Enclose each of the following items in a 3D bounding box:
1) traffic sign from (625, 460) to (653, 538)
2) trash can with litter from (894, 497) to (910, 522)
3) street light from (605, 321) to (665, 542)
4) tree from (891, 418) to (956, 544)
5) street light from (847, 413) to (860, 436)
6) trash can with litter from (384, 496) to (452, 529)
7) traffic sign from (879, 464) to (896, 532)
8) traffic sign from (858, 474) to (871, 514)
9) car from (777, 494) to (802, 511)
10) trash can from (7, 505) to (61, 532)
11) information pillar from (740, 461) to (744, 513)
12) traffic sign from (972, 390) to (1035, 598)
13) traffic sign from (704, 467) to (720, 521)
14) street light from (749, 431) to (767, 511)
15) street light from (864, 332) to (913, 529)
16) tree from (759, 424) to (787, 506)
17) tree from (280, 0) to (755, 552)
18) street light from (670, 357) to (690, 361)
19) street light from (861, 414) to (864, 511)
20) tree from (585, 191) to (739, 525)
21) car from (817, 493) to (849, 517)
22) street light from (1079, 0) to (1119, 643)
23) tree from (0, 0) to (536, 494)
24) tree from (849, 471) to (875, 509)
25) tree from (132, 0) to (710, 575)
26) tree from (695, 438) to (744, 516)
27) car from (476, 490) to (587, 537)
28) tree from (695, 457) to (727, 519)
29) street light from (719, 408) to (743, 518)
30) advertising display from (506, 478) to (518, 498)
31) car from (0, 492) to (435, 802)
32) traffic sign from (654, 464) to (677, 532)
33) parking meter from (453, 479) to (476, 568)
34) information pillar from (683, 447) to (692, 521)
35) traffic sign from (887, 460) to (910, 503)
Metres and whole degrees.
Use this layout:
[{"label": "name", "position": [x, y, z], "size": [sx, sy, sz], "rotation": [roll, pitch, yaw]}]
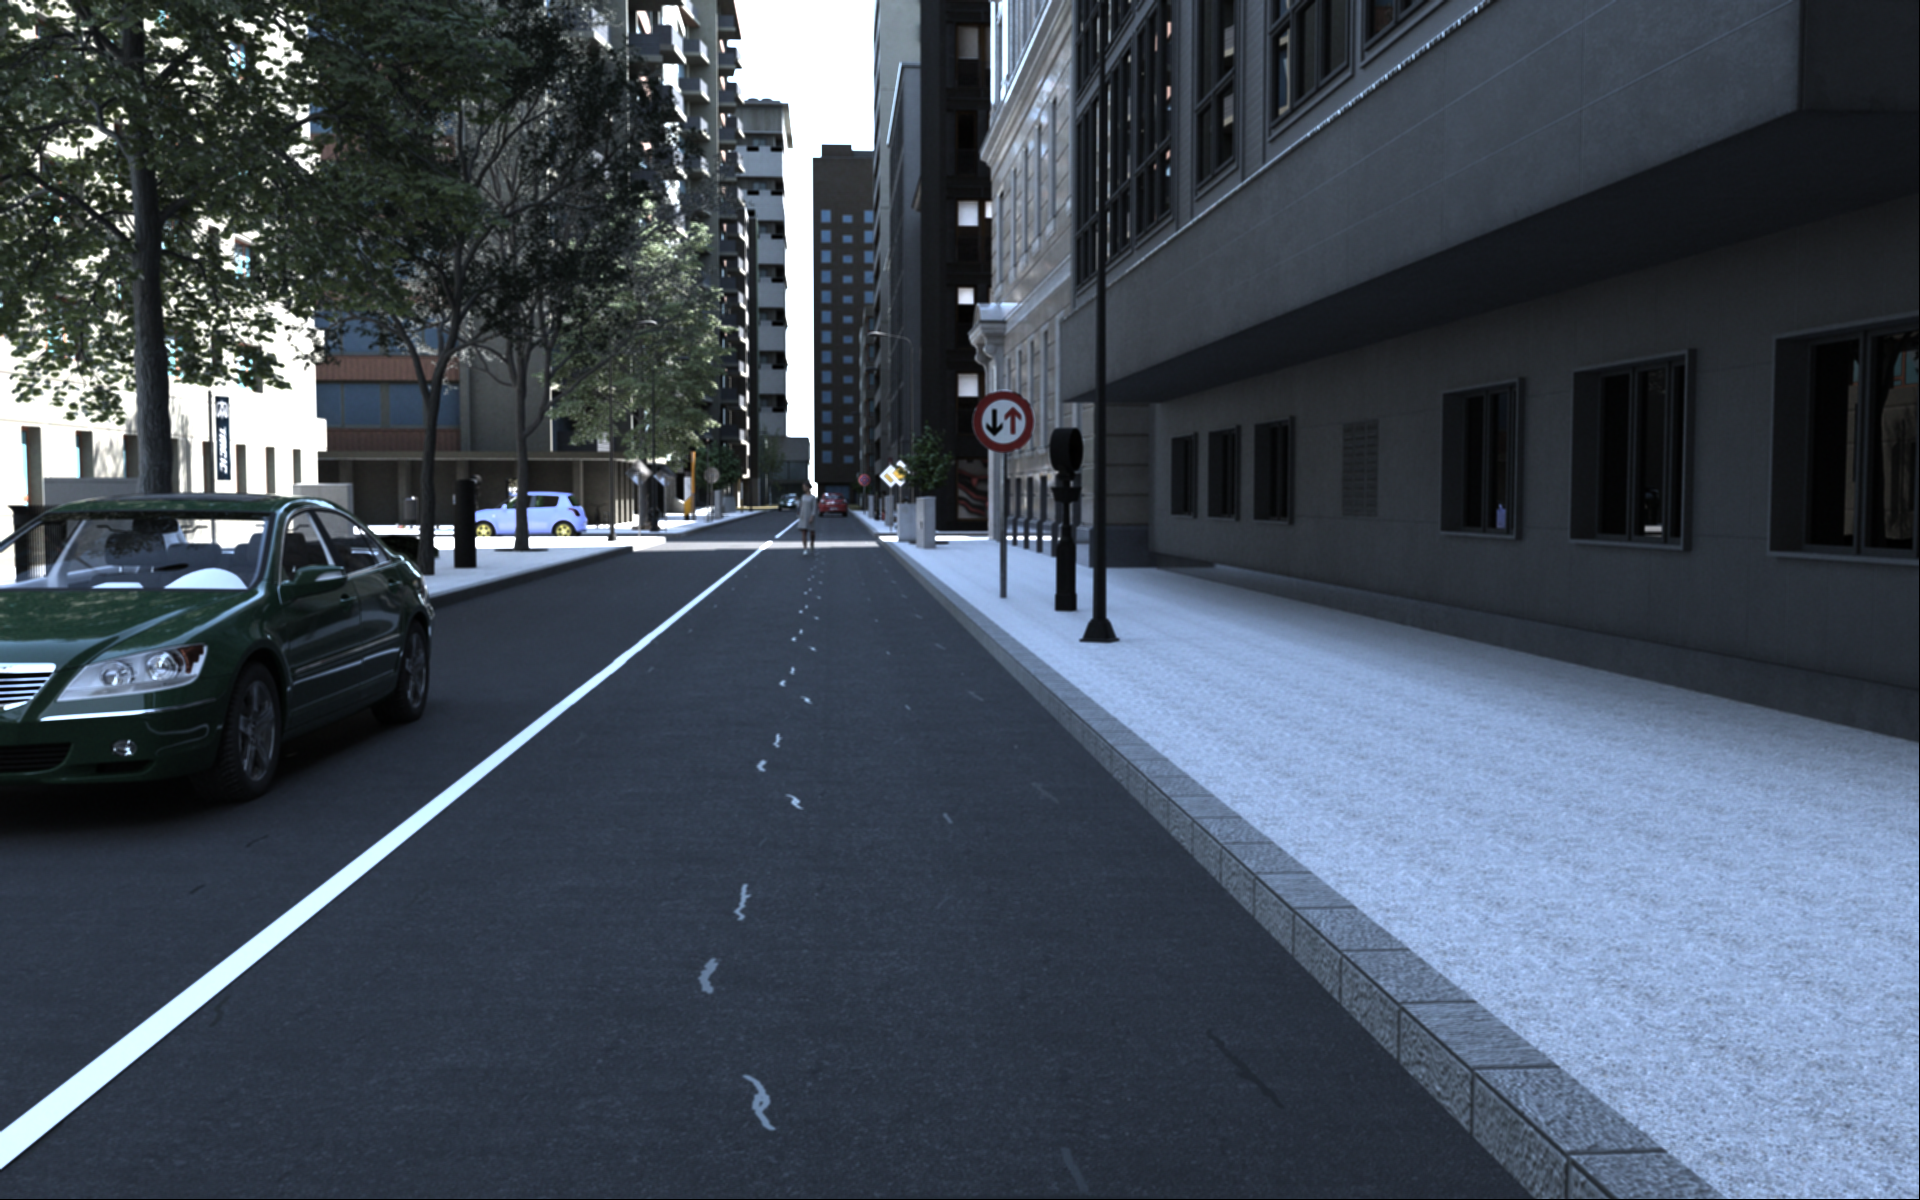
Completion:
[{"label": "traffic sign", "position": [-9.272, -2.840, 50.080], "size": [0.795, 2.450, 0.064], "rotation": [0, 4, -4]}, {"label": "trash can with litter", "position": [-2.705, -4.095, 78.346], "size": [1.055, 1.170, 0.624], "rotation": [2, 4, 25]}, {"label": "street light", "position": [-8.835, -4.528, 46.572], "size": [1.470, 5.913, 1.316], "rotation": [0, 4, -4]}, {"label": "tree", "position": [-0.945, -3.059, 44.608], "size": [1.663, 3.219, 1.824], "rotation": [0, 3, 0]}, {"label": "street light", "position": [-5.535, -7.723, 98.817], "size": [1.470, 5.913, 1.316], "rotation": [0, 4, -4]}, {"label": "trash can with litter", "position": [-19.786, -3.202, 63.418], "size": [2.233, 1.210, 1.678], "rotation": [0, 4, 7]}, {"label": "traffic sign", "position": [-2.341, -3.360, 58.581], "size": [0.795, 2.450, 0.064], "rotation": [0, 4, -4]}, {"label": "traffic sign", "position": [-6.059, -6.717, 109.926], "size": [0.768, 2.556, 0.104], "rotation": [0, 4, -4]}, {"label": "car", "position": [-14.548, -8.301, 147.511], "size": [2.131, 1.459, 4.920], "rotation": [0, 4, -5]}, {"label": "trash can", "position": [-11.819, -0.650, 22.278], "size": [0.748, 1.137, 0.748], "rotation": [0, 3, 0]}, {"label": "information pillar", "position": [-15.149, -7.887, 120.302], "size": [0.183, 3.616, 0.504], "rotation": [0, 4, -3]}, {"label": "traffic sign", "position": [0.538, -1.299, 21.348], "size": [0.768, 2.556, 0.104], "rotation": [0, 4, 3]}, {"label": "traffic sign", "position": [-11.733, -4.998, 81.829], "size": [0.768, 2.556, 0.104], "rotation": [0, 4, 3]}, {"label": "street light", "position": [-14.971, -9.531, 128.371], "size": [1.470, 5.913, 1.316], "rotation": [0, 4, -4]}, {"label": "street light", "position": [-1.948, -4.733, 49.931], "size": [1.470, 5.913, 1.316], "rotation": [0, 4, -4]}, {"label": "tree", "position": [-19.887, -14.106, 180.992], "size": [4.737, 8.622, 4.395], "rotation": [0, 3, 0]}, {"label": "tree", "position": [-9.735, -7.847, 38.664], "size": [12.009, 13.543, 11.850], "rotation": [0, 3, 0]}, {"label": "street light", "position": [-9.850, -5.274, 58.778], "size": [1.470, 5.913, 1.316], "rotation": [0, 4, -4]}, {"label": "street light", "position": [-2.783, -5.574, 63.675], "size": [1.470, 5.913, 1.316], "rotation": [0, 4, -4]}, {"label": "tree", "position": [-12.091, -8.983, 64.992], "size": [7.486, 12.596, 7.792], "rotation": [0, 3, 0]}, {"label": "car", "position": [-8.153, -6.227, 110.853], "size": [2.155, 1.783, 4.494], "rotation": [0, 4, -6]}, {"label": "street light", "position": [0.677, -2.591, 14.900], "size": [1.470, 5.913, 1.316], "rotation": [0, 4, -4]}, {"label": "tree", "position": [-8.218, -6.067, 17.328], "size": [7.486, 12.596, 7.792], "rotation": [0, 3, 0]}, {"label": "tree", "position": [-8.491, -9.397, 148.244], "size": [1.663, 3.219, 1.824], "rotation": [0, 3, 0]}, {"label": "tree", "position": [-8.381, -5.652, 26.830], "size": [8.767, 10.594, 7.601], "rotation": [-1, 4, -21]}, {"label": "tree", "position": [-14.377, -7.236, 102.017], "size": [4.285, 4.588, 4.351], "rotation": [0, 3, 0]}, {"label": "car", "position": [-13.323, -2.659, 53.059], "size": [3.694, 1.707, 1.945], "rotation": [0, 4, -4]}, {"label": "tree", "position": [-12.921, -5.882, 90.764], "size": [1.663, 3.219, 1.824], "rotation": [0, 3, 0]}, {"label": "street light", "position": [-12.419, -7.408, 93.668], "size": [1.470, 5.913, 1.316], "rotation": [0, 4, -4]}, {"label": "advertising display", "position": [-17.486, -3.863, 68.379], "size": [0.123, 1.923, 0.974], "rotation": [3, 4, 36]}, {"label": "car", "position": [-4.268, 0.138, 9.543], "size": [2.131, 1.459, 4.920], "rotation": [0, 4, -3]}, {"label": "traffic sign", "position": [-9.866, -3.327, 58.043], "size": [0.795, 2.450, 0.064], "rotation": [0, 4, -4]}, {"label": "parking meter", "position": [-8.636, -1.332, 30.192], "size": [0.372, 1.533, 0.369], "rotation": [0, 3, 0]}, {"label": "information pillar", "position": [-13.043, -5.617, 83.200], "size": [0.504, 3.616, 0.183], "rotation": [-2, 4, -25]}, {"label": "traffic sign", "position": [-1.747, -2.873, 50.618], "size": [0.795, 2.450, 0.064], "rotation": [0, 4, -4]}]
